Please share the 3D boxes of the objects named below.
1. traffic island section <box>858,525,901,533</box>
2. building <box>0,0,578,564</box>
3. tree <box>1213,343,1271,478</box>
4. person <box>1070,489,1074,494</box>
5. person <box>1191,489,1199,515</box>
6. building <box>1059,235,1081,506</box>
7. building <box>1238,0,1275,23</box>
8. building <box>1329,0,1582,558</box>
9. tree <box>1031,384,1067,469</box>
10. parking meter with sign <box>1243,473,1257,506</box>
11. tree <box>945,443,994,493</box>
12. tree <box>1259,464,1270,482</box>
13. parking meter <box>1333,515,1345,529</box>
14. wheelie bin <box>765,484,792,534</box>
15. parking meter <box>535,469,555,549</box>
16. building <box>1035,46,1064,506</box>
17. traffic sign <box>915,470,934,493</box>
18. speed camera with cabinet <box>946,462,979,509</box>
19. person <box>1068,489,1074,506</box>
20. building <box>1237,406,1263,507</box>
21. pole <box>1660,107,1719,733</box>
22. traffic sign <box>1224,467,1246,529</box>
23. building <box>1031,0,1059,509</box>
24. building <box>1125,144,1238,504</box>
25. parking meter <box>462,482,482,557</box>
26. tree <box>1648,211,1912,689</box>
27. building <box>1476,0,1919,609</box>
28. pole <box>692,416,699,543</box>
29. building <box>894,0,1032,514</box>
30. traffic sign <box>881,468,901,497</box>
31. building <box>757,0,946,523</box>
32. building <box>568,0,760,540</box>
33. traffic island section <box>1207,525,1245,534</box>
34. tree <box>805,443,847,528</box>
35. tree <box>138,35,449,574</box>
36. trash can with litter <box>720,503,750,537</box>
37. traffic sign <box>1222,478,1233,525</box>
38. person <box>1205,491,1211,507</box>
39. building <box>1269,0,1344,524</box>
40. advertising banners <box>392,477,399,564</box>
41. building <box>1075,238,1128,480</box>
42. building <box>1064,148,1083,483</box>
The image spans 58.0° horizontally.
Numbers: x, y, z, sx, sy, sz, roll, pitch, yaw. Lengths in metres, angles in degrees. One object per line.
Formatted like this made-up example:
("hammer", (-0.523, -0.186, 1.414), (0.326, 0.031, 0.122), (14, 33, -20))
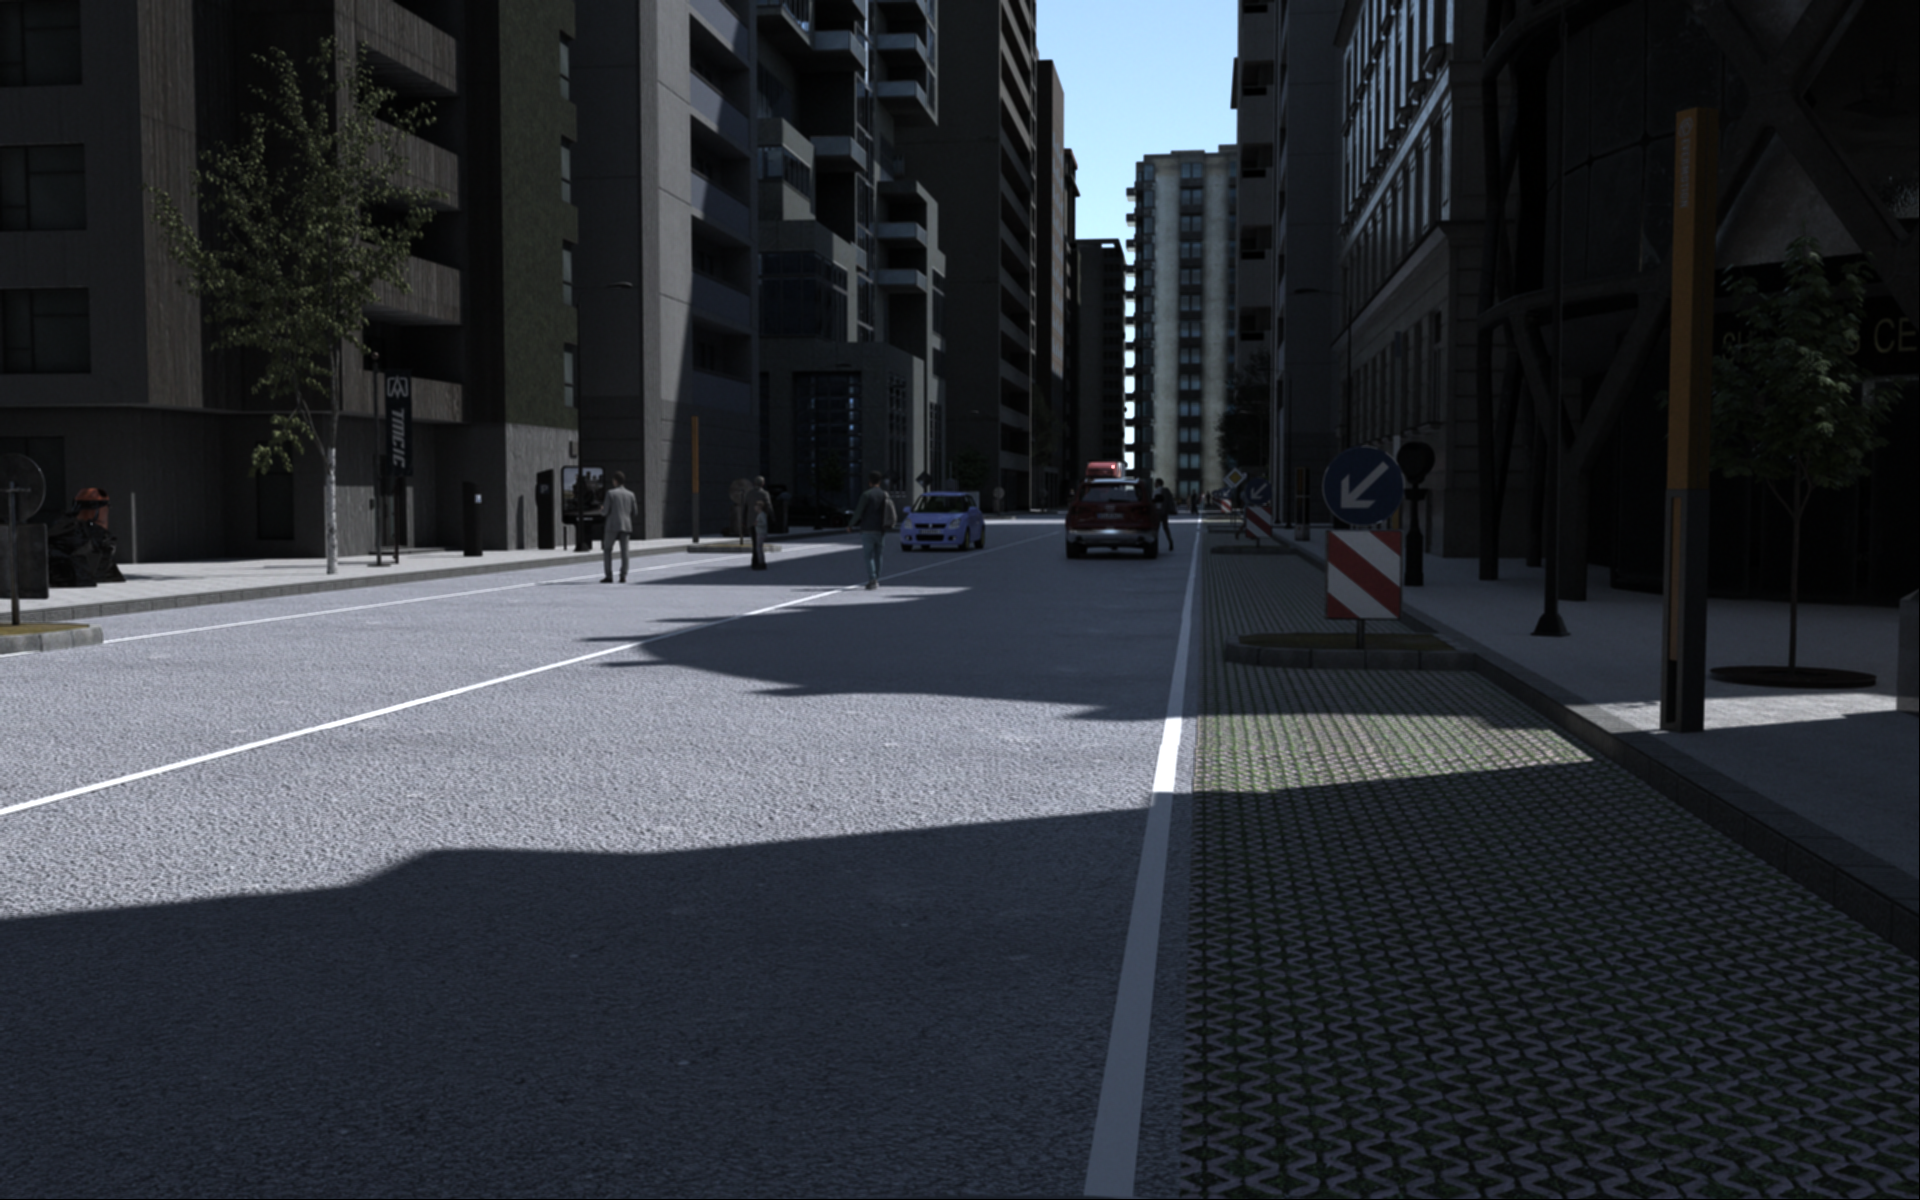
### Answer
("traffic island section", (-2.646, -2.658, 65.746), (2.009, 0.180, 2.903), (0, 4, 8))
("building", (-17.495, -16.239, 37.212), (14.160, 30.474, 14.107), (0, 4, 8))
("tree", (19.028, -10.597, 107.667), (7.601, 10.594, 8.767), (-2, 4, -28))
("person", (9.933, -8.782, 151.949), (0.709, 1.838, 0.599), (-3, 4, -37))
("person", (15.927, -6.654, 117.706), (0.534, 1.772, 0.576), (-3, 5, -44))
("building", (5.820, -25.699, 191.874), (14.160, 30.474, 14.107), (0, 4, 8))
("building", (33.632, -32.724, 124.271), (28.713, 52.752, 27.495), (0, 4, 8))
("building", (18.876, -13.083, 47.183), (16.112, 22.955, 30.059), (0, 4, 8))
("tree", (4.387, -12.427, 137.589), (8.767, 10.594, 7.601), (0, 4, 7))
("parking meter with sign", (23.955, -8.905, 141.856), (1.738, 3.016, 0.543), (-2, 4, -35))
("tree", (0.612, -7.712, 109.799), (4.285, 4.588, 4.351), (0, 3, 0))
("tree", (16.881, -6.051, 93.528), (1.663, 3.219, 1.824), (0, 3, 0))
("parking meter", (10.565, -2.600, 48.229), (0.255, 1.863, 0.399), (2, 4, 24))
("wheelie bin", (-5.897, -2.939, 55.958), (0.980, 1.594, 0.693), (1, 4, 11))
("parking meter", (-9.624, -2.108, 40.178), (0.399, 1.863, 0.255), (0, 4, -2))
("building", (3.119, -32.227, 177.025), (14.600, 45.320, 14.200), (0, 4, 8))
("traffic sign", (-1.511, -4.278, 73.589), (0.795, 2.450, 0.064), (0, 4, 8))
("speed camera with cabinet", (0.136, -6.811, 105.692), (2.038, 3.252, 0.660), (1, 4, 18))
("person", (8.807, -7.790, 136.050), (0.728, 1.800, 0.709), (1, 4, 16))
("building", (37.748, -33.149, 165.686), (21.300, 48.544, 21.600), (0, 4, 8))
("pole", (3.915, -0.945, 9.296), (0.158, 3.312, 0.155), (0, 3, 0))
("traffic sign", (10.145, -3.684, 63.875), (0.795, 2.450, 0.064), (0, 4, 8))
("building", (-1.400, -44.102, 159.325), (20.563, 71.187, 20.611), (0, 4, 8))
("building", (38.366, -37.920, 239.599), (30.456, 49.044, 23.786), (0, 4, 8))
("parking meter", (-10.034, -1.666, 35.649), (0.372, 1.533, 0.369), (0, 3, 0))
("tree", (5.846, -1.056, 11.875), (1.663, 3.219, 1.824), (0, 3, 0))
("building", (15.648, -9.528, 23.233), (16.820, 18.784, 16.811), (0, 4, 8))
("pole", (-6.936, -3.152, 45.384), (0.158, 3.312, 0.155), (0, 3, 0))
("building", (-6.565, -30.523, 122.760), (21.300, 48.544, 21.600), (0, 4, 8))
("traffic sign", (-2.621, -3.794, 65.681), (0.795, 2.450, 0.064), (0, 4, 8))
("building", (-12.096, -47.409, 87.803), (22.319, 86.520, 31.000), (0, 4, 8))
("building", (-21.521, -31.481, 56.708), (28.212, 58.520, 21.231), (0, 4, 8))
("traffic island section", (10.170, -2.548, 63.949), (2.009, 0.180, 2.903), (0, 4, 8))
("tree", (-4.795, -4.331, 65.420), (1.663, 3.219, 1.824), (0, 3, 0))
("tree", (-10.312, -4.722, 27.560), (4.737, 8.622, 4.395), (0, 3, 0))
("trash can with litter", (-6.746, -2.486, 52.026), (1.055, 1.170, 0.624), (2, 4, 30))
("traffic sign", (11.255, -4.168, 71.782), (0.795, 2.450, 0.064), (0, 4, 8))
("person", (27.418, -11.209, 192.289), (0.750, 1.759, 0.617), (-1, 4, -16))
("building", (28.669, -32.709, 76.796), (28.212, 58.520, 21.231), (0, 4, 8))
("advertising banners", (-10.444, -2.193, 32.037), (0.090, 3.025, 2.074), (-1, 4, -19))
("building", (11.628, -33.998, 247.747), (23.993, 40.220, 32.217), (0, 4, 8))
("building", (1.508, -34.217, 214.079), (28.867, 44.769, 22.147), (0, 4, 8))
